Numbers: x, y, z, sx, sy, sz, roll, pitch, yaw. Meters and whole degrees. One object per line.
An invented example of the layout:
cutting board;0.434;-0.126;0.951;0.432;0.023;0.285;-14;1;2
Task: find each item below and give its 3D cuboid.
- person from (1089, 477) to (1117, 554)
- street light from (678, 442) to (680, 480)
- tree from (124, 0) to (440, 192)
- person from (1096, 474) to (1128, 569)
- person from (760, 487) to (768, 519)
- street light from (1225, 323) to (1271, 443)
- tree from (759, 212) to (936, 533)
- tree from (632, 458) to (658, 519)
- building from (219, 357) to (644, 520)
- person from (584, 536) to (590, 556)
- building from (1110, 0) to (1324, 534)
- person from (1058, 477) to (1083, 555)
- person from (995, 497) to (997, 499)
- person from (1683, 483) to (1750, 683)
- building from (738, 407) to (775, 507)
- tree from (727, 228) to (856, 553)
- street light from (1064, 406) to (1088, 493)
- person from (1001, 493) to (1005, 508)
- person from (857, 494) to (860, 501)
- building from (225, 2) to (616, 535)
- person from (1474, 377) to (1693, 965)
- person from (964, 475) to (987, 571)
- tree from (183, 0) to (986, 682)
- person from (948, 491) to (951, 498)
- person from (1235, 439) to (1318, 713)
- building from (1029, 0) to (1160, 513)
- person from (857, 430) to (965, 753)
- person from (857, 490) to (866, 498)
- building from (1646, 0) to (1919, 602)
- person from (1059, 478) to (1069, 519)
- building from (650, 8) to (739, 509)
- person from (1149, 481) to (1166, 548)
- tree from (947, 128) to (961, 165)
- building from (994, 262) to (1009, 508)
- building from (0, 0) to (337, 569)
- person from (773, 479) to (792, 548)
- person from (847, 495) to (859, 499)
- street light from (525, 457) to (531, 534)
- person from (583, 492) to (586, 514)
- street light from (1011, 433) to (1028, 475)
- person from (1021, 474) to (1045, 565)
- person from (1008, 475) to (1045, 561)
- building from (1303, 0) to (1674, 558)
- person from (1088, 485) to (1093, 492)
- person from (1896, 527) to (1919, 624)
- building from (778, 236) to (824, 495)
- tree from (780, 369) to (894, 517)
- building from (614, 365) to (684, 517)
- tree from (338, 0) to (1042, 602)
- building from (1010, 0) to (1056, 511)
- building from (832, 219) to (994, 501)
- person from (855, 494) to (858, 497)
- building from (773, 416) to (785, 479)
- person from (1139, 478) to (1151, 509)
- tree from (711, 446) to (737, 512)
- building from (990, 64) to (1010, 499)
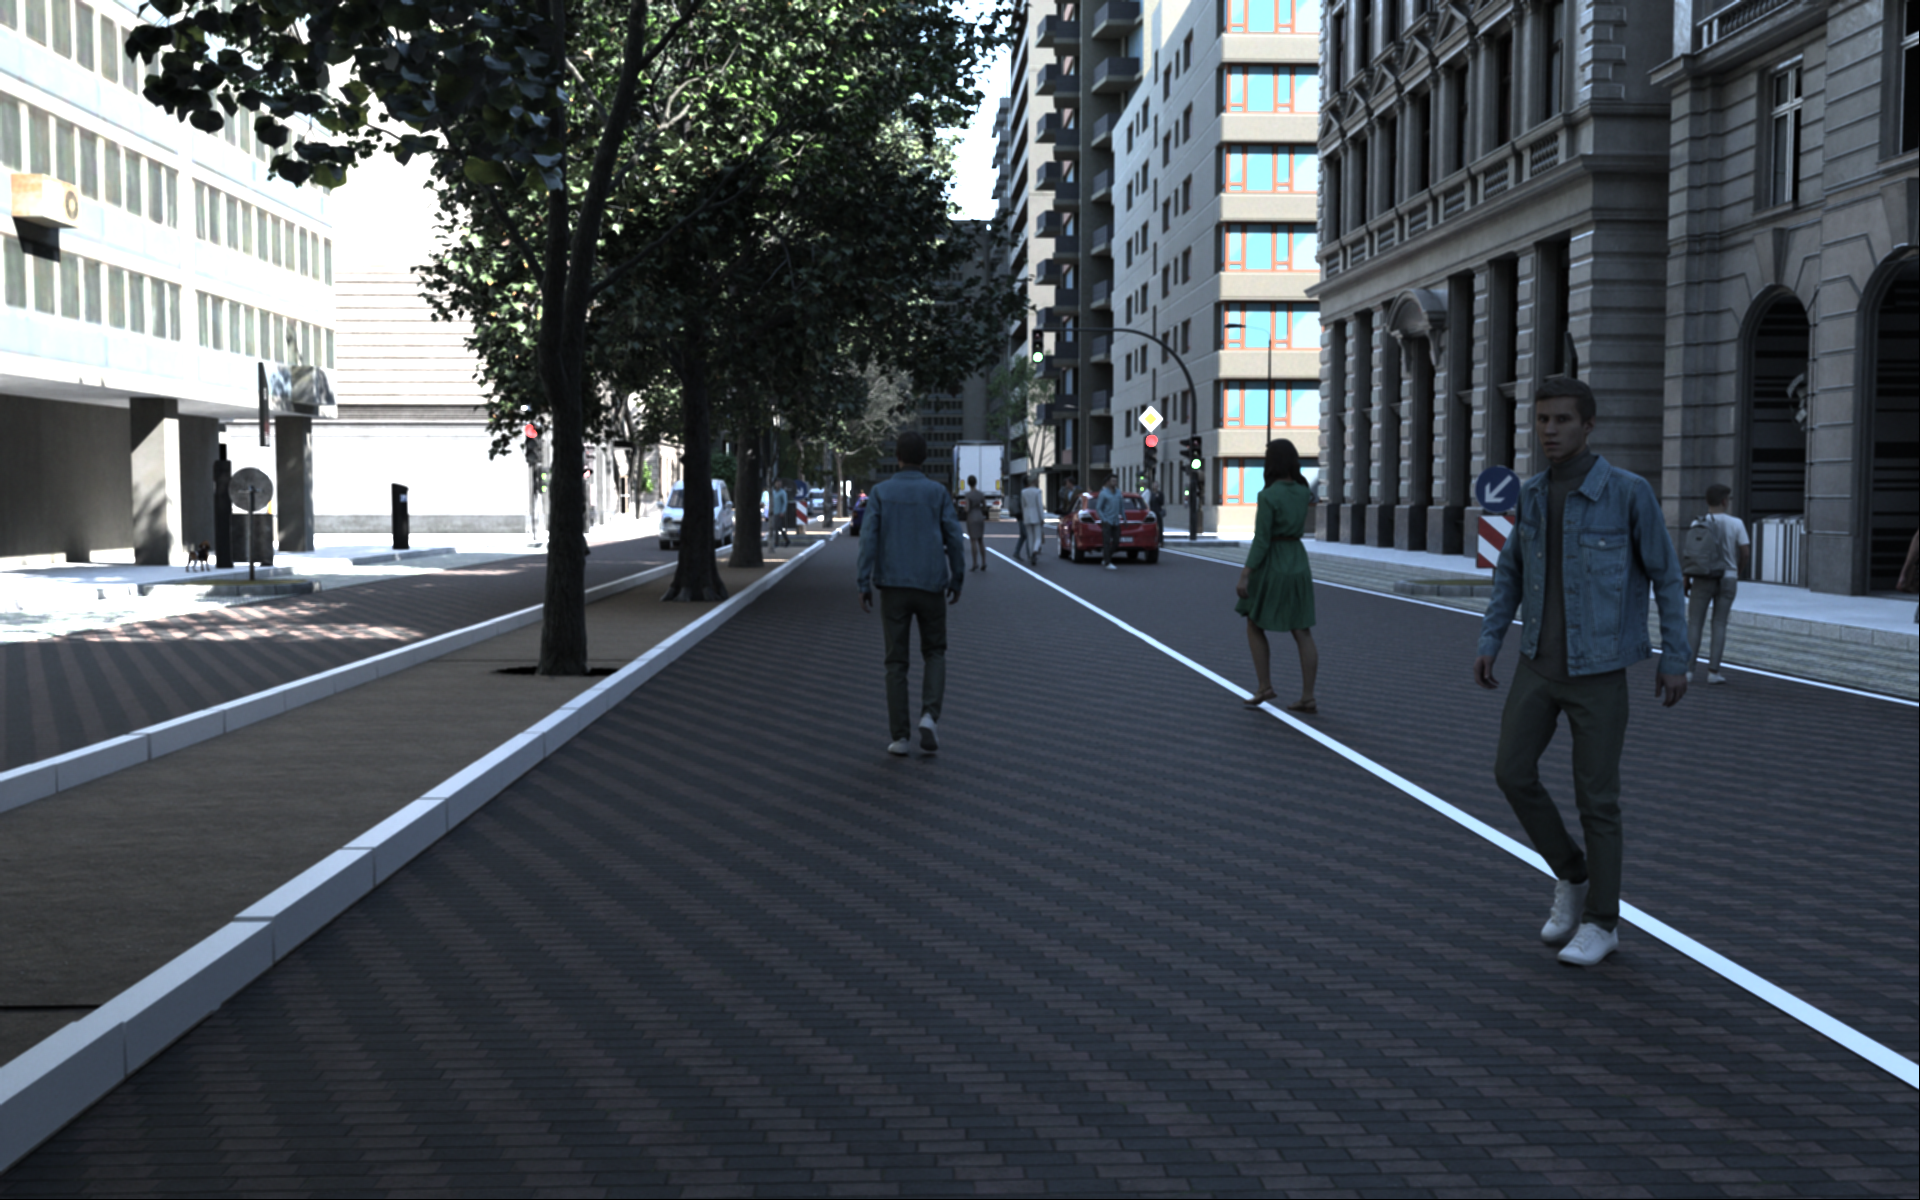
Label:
person;3.442;-2.020;41.489;0.822;1.834;0.622;0;4;4
street light;-14.913;-7.501;95.183;1.470;5.913;1.316;0;4;-2
tree;-3.016;-5.716;2.574;9.857;13.997;8.962;0;3;0
person;2.876;-1.513;33.253;0.660;1.820;0.620;-3;5;-39
person;-11.141;-5.567;99.537;0.620;1.820;0.660;2;4;33
street light;7.903;-4.574;47.327;1.470;5.913;1.316;0;4;-2
tree;-5.497;-8.984;59.720;12.009;13.543;11.850;0;3;0
tree;-16.488;-5.901;91.083;1.663;3.219;1.824;0;3;0
building;-23.502;-13.030;80.489;16.820;18.784;16.811;0;4;-2
person;-8.866;-1.896;39.771;0.678;1.792;0.850;3;4;38
building;22.213;-13.736;69.616;28.899;21.520;27.650;0;4;-2
person;2.612;-1.957;40.407;0.656;1.842;0.836;1;4;9
person;2.921;-8.317;147.707;0.697;1.427;0.421;0;4;6
person;5.682;-0.126;13.163;0.503;1.515;0.523;-1;4;-13
building;-25.357;-24.086;165.503;14.160;30.474;14.107;0;4;-2
tree;-4.507;-5.415;41.354;4.737;8.622;4.395;0;3;0
street light;6.139;-7.243;90.971;1.470;5.913;1.316;0;4;-2
person;3.989;-9.355;159.704;0.721;1.736;1.217;-1;4;-10
person;-9.505;-9.240;162.811;0.421;1.427;0.697;0;4;-5
building;-18.810;-13.085;63.084;9.793;20.994;18.267;0;4;-2
person;1.926;0.212;5.375;0.444;1.785;0.601;-2;4;-34
person;0.272;-1.431;32.230;0.599;1.781;0.374;-3;4;-38
tree;-3.029;-5.202;13.270;9.928;11.665;9.643;0;3;0
person;-1.046;-9.335;161.574;0.683;1.767;0.568;3;5;40
person;2.122;-0.164;11.435;0.600;1.795;0.529;-3;5;-45
building;16.064;-27.592;105.749;22.147;44.769;28.867;0;4;-2
person;-0.266;-0.041;9.521;0.601;1.785;0.444;0;4;-3
person;-7.811;-7.811;136.927;1.217;1.743;0.721;-2;4;-28
building;17.279;-10.606;15.212;13.314;21.916;24.055;0;4;-2
person;2.818;-2.263;45.302;0.447;1.846;0.655;1;4;10
building;-28.878;-29.897;143.439;22.147;44.769;28.867;0;4;-2
person;5.164;-2.254;45.777;0.576;1.772;0.534;1;4;14
tree;-6.786;-13.119;72.842;12.611;20.169;13.585;0;3;0
building;20.348;-28.927;164.843;32.217;40.220;23.993;0;4;-2
building;-25.477;-20.774;31.539;23.993;40.220;32.217;0;4;-2
person;-4.753;-2.299;45.950;0.748;1.841;0.638;-2;4;-30
person;-9.406;-8.767;152.354;1.217;1.766;0.721;-1;4;-11
street light;-13.339;-5.052;55.147;1.470;5.913;1.316;0;4;-2
person;-7.349;-1.481;32.497;0.755;1.850;0.659;3;5;41
street light;4.578;-9.684;130.867;1.470;5.913;1.316;0;4;-2
person;1.454;-1.608;34.671;0.514;1.842;0.818;1;4;13
person;1.424;-1.725;36.689;0.713;1.824;0.794;2;4;26
building;14.902;-12.779;37.809;11.050;23.489;19.941;0;4;-2
person;5.314;-3.895;72.456;0.573;1.790;0.520;-1;4;-11
person;6.211;-0.135;10.808;0.778;1.811;0.616;-3;4;-39
building;-24.236;-32.781;219.568;14.086;41.232;14.154;0;4;-2
tree;-7.341;-11.478;108.254;7.486;12.596;7.792;0;3;0
building;-21.671;-14.651;104.167;10.561;19.102;19.286;0;4;-2
tree;-3.543;-6.337;23.076;9.611;12.733;9.660;0;3;0
building;15.395;-31.677;141.625;21.300;48.544;21.600;0;4;-2
building;-5.578;-32.895;229.718;23.993;40.220;32.217;0;4;-2
person;-11.578;-11.242;193.014;1.217;1.736;0.721;0;4;-4
building;-33.208;-36.808;191.051;27.495;52.752;28.713;0;4;-2
person;4.647;-2.140;43.373;0.818;1.842;0.514;-3;4;-36
tree;-16.646;-8.636;124.919;4.285;4.588;4.351;0;3;0
building;14.841;-34.983;191.583;23.786;49.044;30.456;0;4;-2
